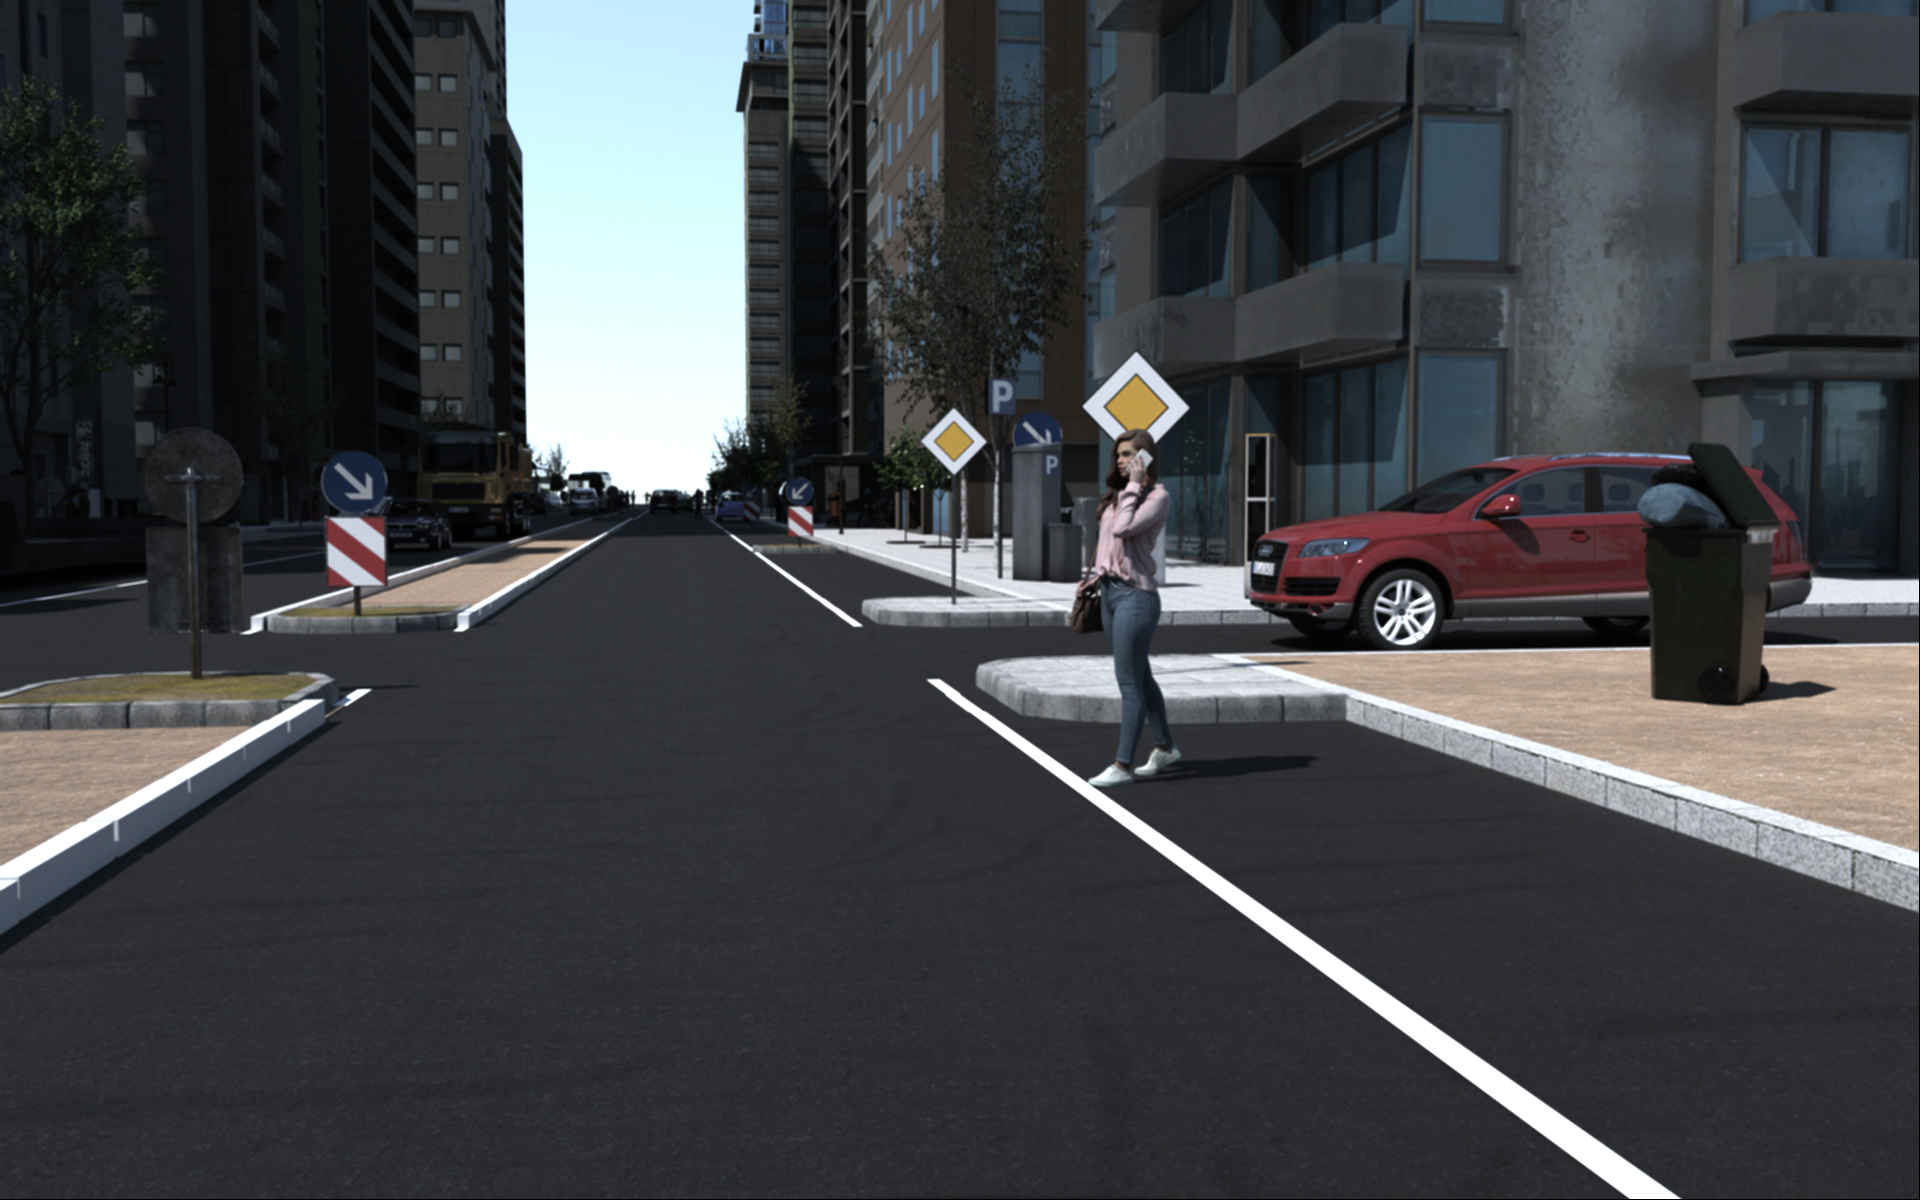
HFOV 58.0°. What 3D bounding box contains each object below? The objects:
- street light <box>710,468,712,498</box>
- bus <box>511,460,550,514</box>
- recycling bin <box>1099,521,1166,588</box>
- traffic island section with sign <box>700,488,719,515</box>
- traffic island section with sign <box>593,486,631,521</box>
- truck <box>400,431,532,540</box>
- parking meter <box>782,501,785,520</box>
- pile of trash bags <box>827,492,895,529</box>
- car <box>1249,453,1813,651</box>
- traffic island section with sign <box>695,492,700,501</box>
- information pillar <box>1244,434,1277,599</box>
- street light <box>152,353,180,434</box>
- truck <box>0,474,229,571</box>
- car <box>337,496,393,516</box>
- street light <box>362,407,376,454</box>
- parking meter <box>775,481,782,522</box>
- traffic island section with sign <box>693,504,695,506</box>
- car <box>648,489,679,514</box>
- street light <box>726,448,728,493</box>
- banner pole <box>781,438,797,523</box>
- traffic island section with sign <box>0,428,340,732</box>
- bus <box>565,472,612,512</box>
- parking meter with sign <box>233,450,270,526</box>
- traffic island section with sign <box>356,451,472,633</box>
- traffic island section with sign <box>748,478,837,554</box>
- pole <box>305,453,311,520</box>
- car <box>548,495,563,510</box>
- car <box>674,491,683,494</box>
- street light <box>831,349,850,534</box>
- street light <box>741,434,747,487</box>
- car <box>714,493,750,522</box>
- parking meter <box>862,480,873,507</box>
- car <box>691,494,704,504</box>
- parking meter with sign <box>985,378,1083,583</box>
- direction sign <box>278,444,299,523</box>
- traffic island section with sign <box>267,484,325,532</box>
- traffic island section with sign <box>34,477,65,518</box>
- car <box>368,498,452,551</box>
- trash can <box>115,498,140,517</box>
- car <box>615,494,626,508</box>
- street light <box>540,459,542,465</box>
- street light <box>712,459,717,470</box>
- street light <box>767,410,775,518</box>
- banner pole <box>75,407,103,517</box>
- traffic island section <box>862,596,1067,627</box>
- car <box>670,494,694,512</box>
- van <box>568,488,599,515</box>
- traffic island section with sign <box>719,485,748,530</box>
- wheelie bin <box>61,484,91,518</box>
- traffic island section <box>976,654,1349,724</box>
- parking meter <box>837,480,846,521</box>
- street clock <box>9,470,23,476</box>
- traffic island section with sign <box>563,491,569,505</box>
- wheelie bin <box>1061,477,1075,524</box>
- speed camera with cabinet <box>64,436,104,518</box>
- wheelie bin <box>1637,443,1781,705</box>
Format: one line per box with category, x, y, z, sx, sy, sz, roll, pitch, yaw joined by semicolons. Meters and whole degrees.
street light;-36.149;-17.061;251.736;0.468;5.910;1.993;-1;4;-9
bus;-31.613;-8.227;126.058;2.896;3.916;12.252;-1;4;-9
recycling bin;2.381;-0.697;23.949;0.722;1.027;0.722;-1;4;-18
traffic island section with sign;-16.648;-6.739;118.804;1.989;1.847;2.006;-1;4;-9
traffic island section with sign;-18.649;-5.183;92.879;2.006;1.907;1.989;-1;4;-9
truck;-15.553;-3.657;55.710;3.469;3.379;9.791;0;4;-8
parking meter;-8.864;-4.774;86.467;0.372;1.533;0.369;0;3;0
pile of trash bags;-3.292;-3.335;64.273;3.447;1.369;1.912;-2;4;-26
car;5.390;-0.483;16.576;5.304;1.827;2.281;-1;4;-10
traffic island section with sign;-21.040;-8.365;145.400;1.989;1.847;2.006;-1;4;-9
information pillar;3.677;-1.023;21.213;0.304;2.012;0.304;2;4;26
street light;-25.504;-5.075;55.757;0.468;5.910;1.993;-1;4;-9
truck;-15.398;-2.289;27.192;2.967;4.110;18.799;0;4;-8
car;-20.402;-2.913;59.996;2.083;1.381;4.827;-1;4;-11
street light;-31.584;-7.331;92.653;0.468;5.910;1.993;-1;4;-9
parking meter;-8.238;-4.469;78.778;0.255;1.863;0.399;-1;4;-15
traffic island section with sign;-29.981;-11.680;199.594;1.989;1.847;2.006;-1;4;-9
car;-22.013;-7.336;128.621;2.281;1.827;5.304;-1;4;-11
street light;-22.662;-12.002;169.025;0.468;5.910;1.993;-1;4;-9
banner pole;-7.597;-5.314;76.903;0.863;3.779;0.401;3;4;37
traffic island section with sign;-5.223;-0.201;11.428;2.006;1.907;1.989;-1;4;-9
bus;-29.307;-8.719;137.407;2.948;3.499;13.247;0;4;-8
parking meter with sign;-28.607;-4.493;69.727;0.543;3.016;1.738;1;4;22
traffic island section with sign;-6.418;-0.648;18.738;2.006;1.907;1.989;-1;4;-9
traffic island section with sign;-4.104;-2.082;42.671;1.989;1.847;2.006;-1;4;-9
pole;-31.721;-5.528;84.227;0.158;3.312;0.155;0;3;0
car;-36.062;-8.581;152.661;2.083;1.381;4.827;-1;4;-10
car;-32.308;-11.511;196.874;2.281;1.827;5.304;0;4;-8
street light;-3.794;-5.042;55.221;0.468;5.910;1.993;-1;4;-9
street light;-16.266;-9.657;130.687;0.468;5.910;1.993;-1;4;-9
car;-12.056;-5.025;91.745;1.945;1.707;3.694;-1;4;-10
parking meter;-3.768;-3.961;70.470;0.399;1.863;0.255;0;4;4
car;-36.506;-14.139;240.757;1.945;1.707;3.694;0;4;-8
parking meter with sign;1.124;-1.793;25.577;0.543;3.016;1.738;-3;4;-38
direction sign;-30.221;-5.262;78.031;0.876;3.537;0.379;-2;4;-31
traffic island section with sign;-25.124;-3.499;65.835;1.989;1.847;2.006;-1;4;-9
traffic island section with sign;-20.722;-1.867;39.147;1.989;1.847;2.006;-1;4;-9
car;-14.113;-1.952;44.491;1.945;1.354;3.894;-1;4;-10
trash can;-27.553;-2.794;57.328;0.748;1.137;0.748;0;3;0
car;-36.036;-10.575;182.685;2.009;1.686;4.222;0;4;-8
street light;-51.386;-14.661;212.490;0.468;5.910;1.993;-1;4;-9
street light;-30.038;-14.748;213.913;0.468;5.910;1.993;-1;4;-9
street light;-10.200;-7.391;93.635;0.468;5.910;1.993;-1;4;-9
banner pole;-24.862;-3.644;49.594;0.863;3.779;0.401;-2;4;-33
traffic island section;-0.052;0.132;20.127;2.009;0.180;2.903;-1;4;-9
car;-22.206;-7.907;138.079;1.959;1.807;4.718;-1;4;-11
van;-25.599;-6.785;117.949;2.013;2.044;4.112;0;4;-8
traffic island section with sign;-8.482;-3.709;69.269;1.989;1.847;2.006;-1;4;-9
wheelie bin;-26.556;-2.701;52.077;0.693;1.594;0.980;-3;5;-44
traffic island section;1.247;0.614;12.248;2.009;0.180;2.903;-1;4;-9
parking meter;-4.787;-3.928;69.939;0.255;1.863;0.399;1;4;11
street clock;-27.976;-2.870;51.503;0.471;2.002;0.358;0;4;6
traffic island section with sign;-51.163;-13.161;223.816;1.989;1.847;2.006;-1;4;-9
wheelie bin;1.347;-1.208;27.662;0.980;1.594;0.693;-3;5;-39
speed camera with cabinet;-29.653;-3.931;58.605;2.038;3.252;0.660;3;5;44
wheelie bin;4.647;-0.177;10.810;0.693;1.594;0.980;3;5;42
